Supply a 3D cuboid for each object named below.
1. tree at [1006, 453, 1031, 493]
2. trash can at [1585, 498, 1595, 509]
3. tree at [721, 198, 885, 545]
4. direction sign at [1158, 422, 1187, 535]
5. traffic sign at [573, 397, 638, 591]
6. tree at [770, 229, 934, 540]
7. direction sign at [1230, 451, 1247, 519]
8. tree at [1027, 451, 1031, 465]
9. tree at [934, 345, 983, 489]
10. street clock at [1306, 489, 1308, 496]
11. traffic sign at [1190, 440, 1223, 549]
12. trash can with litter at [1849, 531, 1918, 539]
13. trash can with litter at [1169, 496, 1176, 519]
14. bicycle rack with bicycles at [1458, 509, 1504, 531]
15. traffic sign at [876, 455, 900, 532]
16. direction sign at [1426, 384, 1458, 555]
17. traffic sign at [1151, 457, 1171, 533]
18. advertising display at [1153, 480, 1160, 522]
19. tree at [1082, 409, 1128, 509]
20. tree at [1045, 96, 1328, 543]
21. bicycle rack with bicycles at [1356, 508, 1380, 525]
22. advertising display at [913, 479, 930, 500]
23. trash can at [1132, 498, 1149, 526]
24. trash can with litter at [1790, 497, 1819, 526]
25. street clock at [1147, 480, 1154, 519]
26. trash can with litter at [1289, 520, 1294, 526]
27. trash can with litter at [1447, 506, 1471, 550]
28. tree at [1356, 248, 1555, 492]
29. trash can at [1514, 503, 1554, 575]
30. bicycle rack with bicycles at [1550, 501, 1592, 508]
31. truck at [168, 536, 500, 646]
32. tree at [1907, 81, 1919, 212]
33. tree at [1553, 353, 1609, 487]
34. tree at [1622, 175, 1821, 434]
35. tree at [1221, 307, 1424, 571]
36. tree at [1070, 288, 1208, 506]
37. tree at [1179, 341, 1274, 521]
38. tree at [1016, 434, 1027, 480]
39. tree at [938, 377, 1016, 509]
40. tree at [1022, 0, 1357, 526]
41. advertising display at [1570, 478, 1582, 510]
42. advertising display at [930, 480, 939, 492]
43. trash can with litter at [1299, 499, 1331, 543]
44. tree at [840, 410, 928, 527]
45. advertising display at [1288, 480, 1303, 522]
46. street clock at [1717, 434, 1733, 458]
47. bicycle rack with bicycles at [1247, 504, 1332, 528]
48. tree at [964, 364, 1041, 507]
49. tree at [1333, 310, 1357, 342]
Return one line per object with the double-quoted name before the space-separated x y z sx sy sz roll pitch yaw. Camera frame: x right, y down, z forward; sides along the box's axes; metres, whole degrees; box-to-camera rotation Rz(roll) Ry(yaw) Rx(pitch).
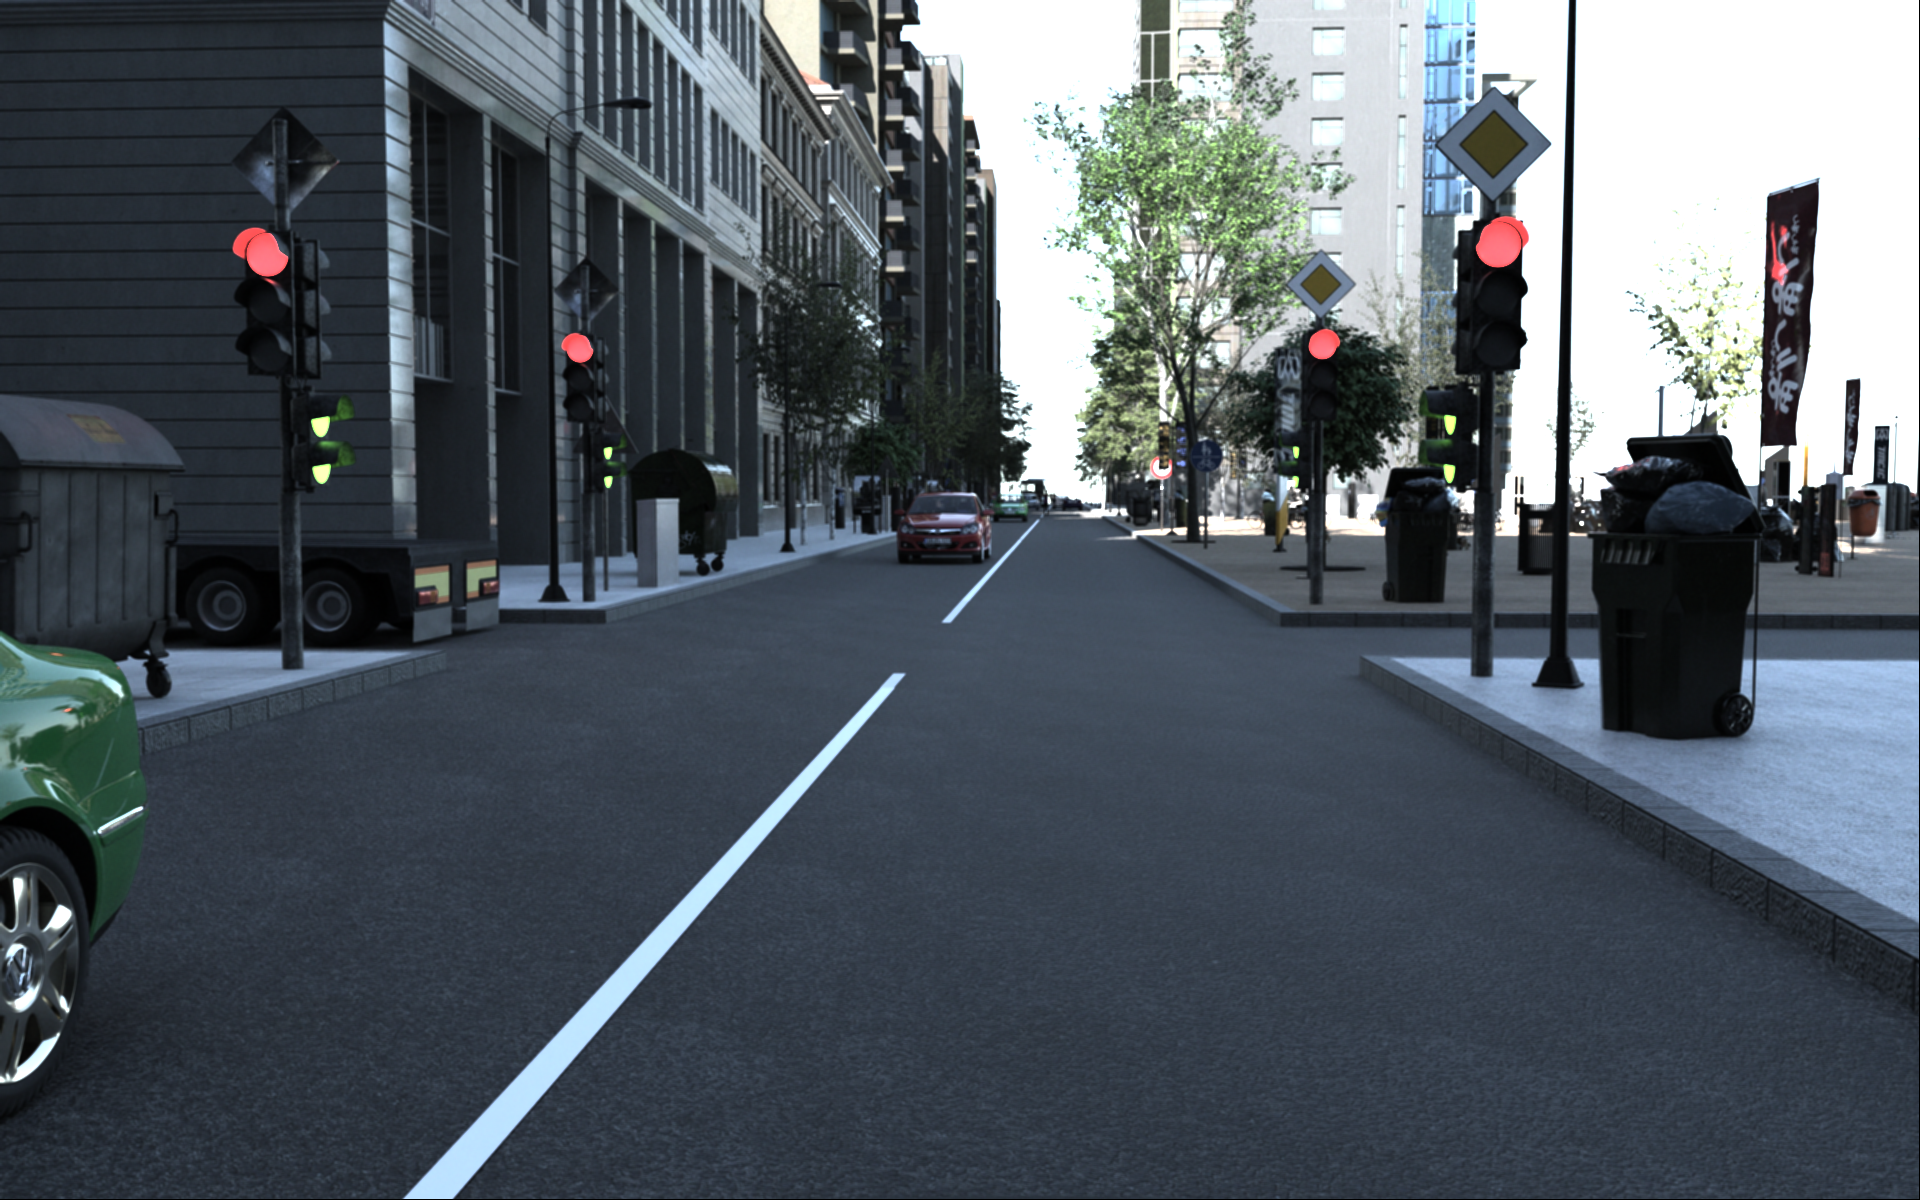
"tree" 7.986 -17.958 243.971 4.737 8.622 4.395 0 3 0
"trash can" 25.538 -3.603 70.558 0.748 1.137 0.748 0 3 0
"tree" -3.905 -5.679 43.210 4.360 8.622 3.978 0 3 0
"direction sign" 6.656 -3.809 54.281 0.876 3.537 0.379 1 4 11
"traffic sign" -4.681 -1.397 22.841 0.884 2.594 0.081 0 4 6
"tree" -3.577 -6.027 48.903 4.737 8.622 4.395 0 3 0
"direction sign" 14.565 -6.033 90.642 0.876 3.537 0.379 1 4 11
"tree" 6.294 -15.735 207.633 4.360 8.622 3.978 0 3 0
"tree" -1.208 -8.222 84.789 4.737 8.622 4.395 0 3 0
"street clock" 16.646 -4.770 82.567 0.358 2.002 0.471 1 4 20
"traffic sign" 5.771 -2.477 40.601 0.768 2.556 0.104 1 4 12
"trash can with litter" 26.972 -2.428 50.748 1.678 1.210 2.233 1 4 17
"trash can with litter" 10.912 -4.860 90.511 1.678 1.210 2.233 -2 4 -29
"bicycle rack with bicycles" 17.863 -2.897 60.747 2.925 0.926 2.852 -1 4 -22
"traffic sign" -2.450 -3.539 57.861 0.884 2.594 0.081 1 4 10
"direction sign" 10.053 -2.705 36.227 0.379 3.537 0.876 -2 4 -28
"traffic sign" 6.726 -3.520 57.651 0.768 2.556 0.104 1 4 13
"advertising display" 9.207 -4.551 79.629 0.123 1.923 0.974 -2 4 -30
"tree" 12.051 -11.921 145.278 4.360 8.622 3.978 0 3 0
"tree" 6.079 -7.326 45.534 9.928 11.665 9.643 0 3 0
"bicycle rack with bicycles" 17.843 -3.557 71.543 2.925 0.926 2.852 1 4 20
"advertising display" -1.751 -4.342 76.210 0.123 1.923 0.974 -3 4 -37
"trash can" 7.270 -3.546 69.635 0.748 1.137 0.748 0 3 0
"trash can with litter" 34.730 -3.673 71.433 1.055 1.170 0.624 2 4 26
"street clock" 9.734 -5.127 88.394 0.471 2.002 0.358 2 4 25
"trash can with litter" 13.136 -3.593 70.125 0.624 1.170 1.055 -2 4 -31
"trash can with litter" 11.294 -1.743 39.882 0.624 1.170 1.055 3 5 44
"tree" 14.224 -6.076 49.707 4.360 8.622 3.978 0 3 0
"trash can" 9.197 -0.972 27.541 0.748 1.137 0.748 0 3 0
"bicycle rack with bicycles" 30.882 -4.522 87.316 2.852 0.926 2.925 2 4 30
"truck" -14.320 -1.713 17.775 18.799 4.110 2.967 0 4 4
"tree" 17.501 -4.763 28.245 4.737 8.622 4.395 0 3 0
"tree" 32.215 -8.614 91.208 4.360 8.622 3.978 0 3 0
"tree" 17.819 -5.542 40.966 4.737 8.622 4.395 0 3 0
"tree" 6.249 -2.789 29.320 4.285 4.588 4.351 0 3 0
"tree" 9.995 -10.869 95.834 7.486 12.596 7.792 0 3 0
"tree" 12.287 -7.981 80.855 4.360 8.622 3.978 0 3 0
"tree" 2.246 -11.493 138.265 4.360 8.622 3.978 0 3 0
"tree" 0.462 -9.746 109.708 4.360 8.622 3.978 0 3 0
"tree" 8.609 -12.948 67.581 12.611 20.169 13.585 0 3 0
"advertising display" 24.069 -3.860 68.325 0.974 1.923 0.123 -1 4 -18
"advertising display" -1.416 -4.403 77.199 0.974 1.923 0.123 1 4 9
"trash can with litter" 9.360 -2.089 45.543 0.624 1.170 1.055 2 4 30
"tree" -2.969 -5.115 67.340 4.285 4.588 4.351 0 3 0
"advertising display" 15.479 -4.616 80.685 0.974 1.923 0.123 1 4 22
"street clock" 9.084 -1.002 20.947 0.358 2.002 0.471 -1 4 -13
"bicycle rack with bicycles" 12.519 -3.158 65.020 2.925 0.926 2.852 2 4 26
"tree" 2.879 -16.159 170.857 9.857 13.997 8.962 0 3 0
"tree" 14.003 -6.433 55.534 4.360 8.622 3.978 0 3 0
